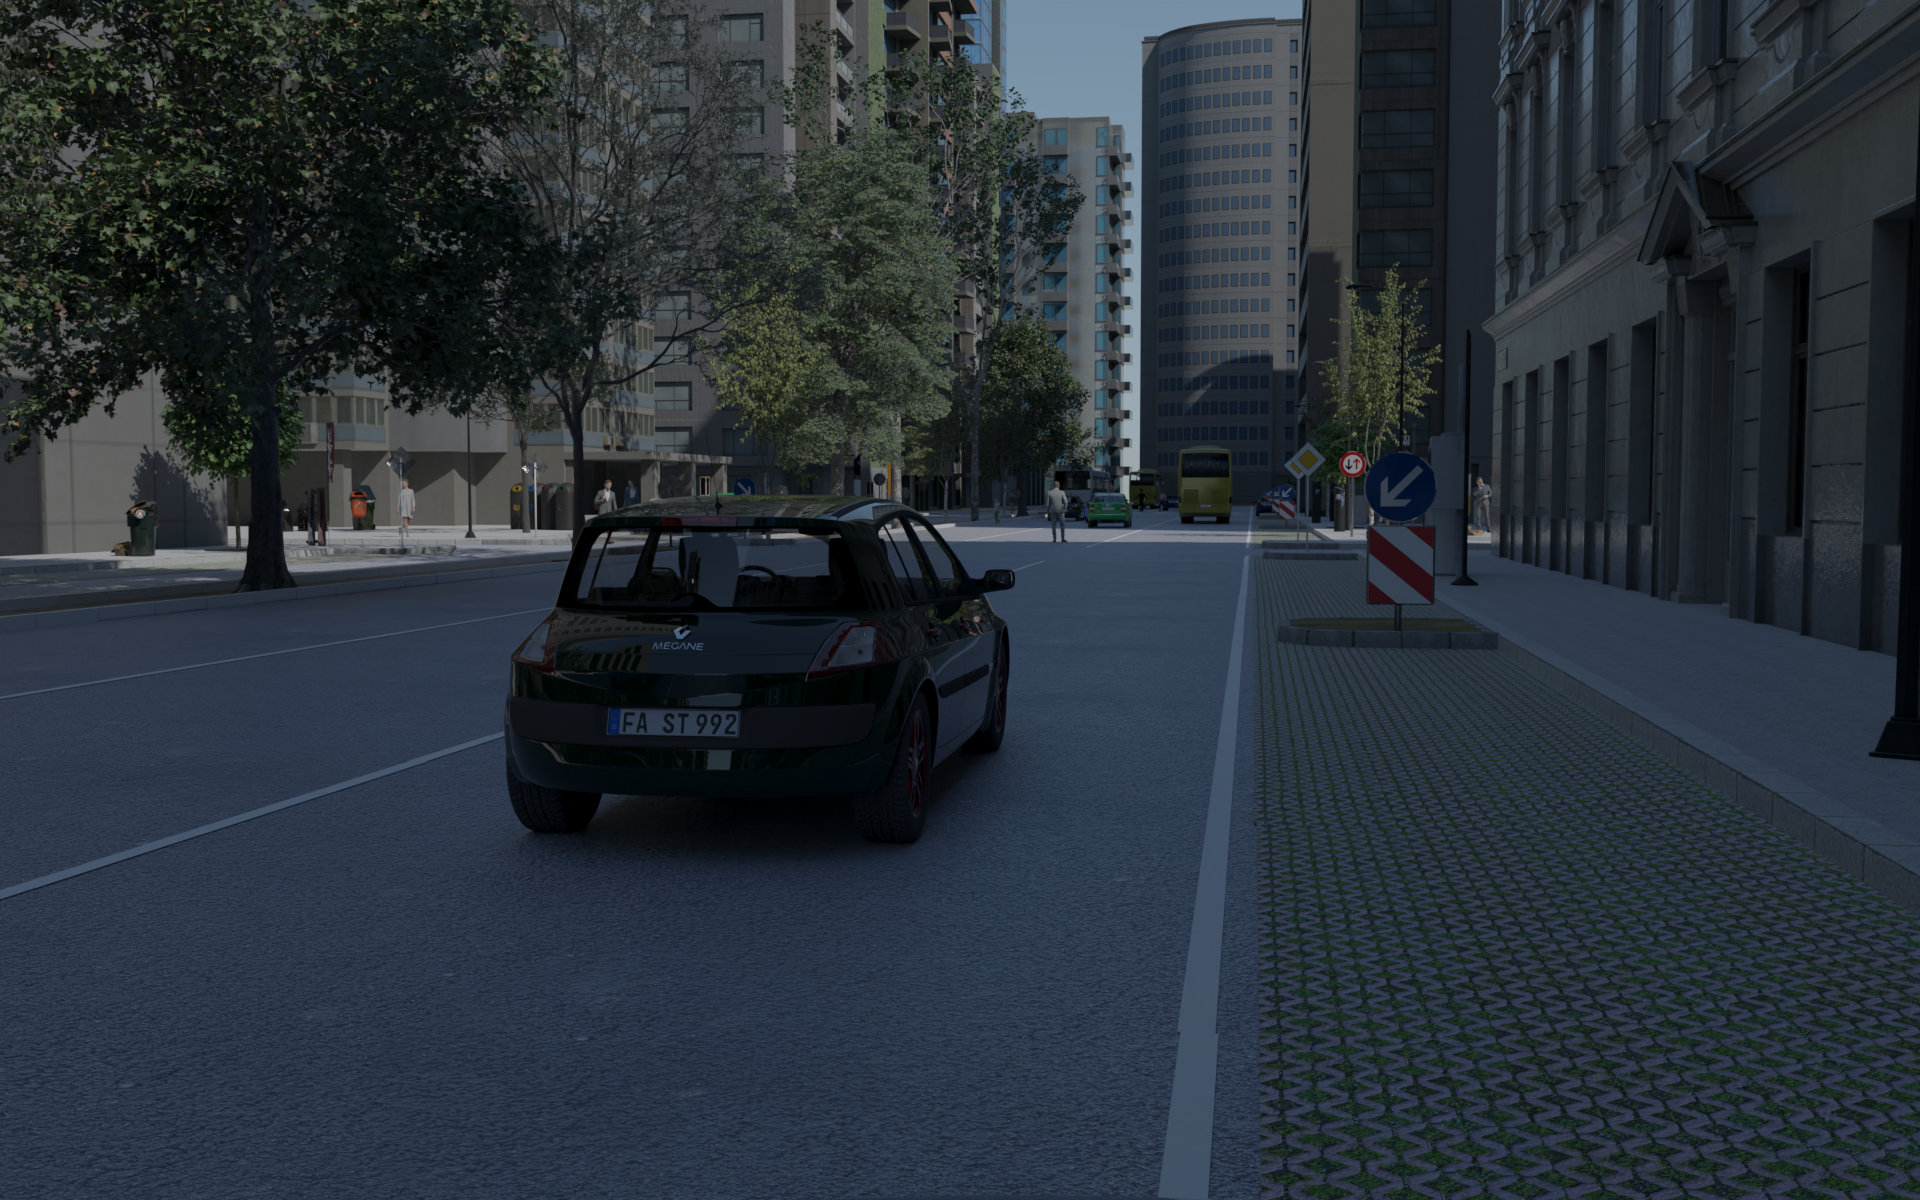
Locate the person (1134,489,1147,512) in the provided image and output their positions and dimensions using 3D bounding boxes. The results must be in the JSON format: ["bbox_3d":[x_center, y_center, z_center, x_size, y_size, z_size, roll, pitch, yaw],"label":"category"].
[{"bbox_3d":[14.594,-8.035,139.509,1.348,1.869,0.705,-2,4,-34],"label":"person"}]

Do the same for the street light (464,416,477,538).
[{"bbox_3d":[-13.728,-4.748,50.166,1.470,5.913,1.316,1,4,10],"label":"street light"}]

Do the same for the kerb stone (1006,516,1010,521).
[{"bbox_3d":[2.392,-4.232,91.385,0.120,0.150,1.000,1,4,10],"label":"kerb stone"}]

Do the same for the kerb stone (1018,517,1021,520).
[{"bbox_3d":[3.073,-4.479,95.426,0.120,0.150,1.000,1,4,10],"label":"kerb stone"}]

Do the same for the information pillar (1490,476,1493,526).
[{"bbox_3d":[21.544,-3.996,69.824,0.304,2.012,0.304,1,4,15],"label":"information pillar"}]

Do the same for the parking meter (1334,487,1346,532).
[{"bbox_3d":[12.926,-3.091,58.953,0.372,1.533,0.369,0,3,0],"label":"parking meter"}]

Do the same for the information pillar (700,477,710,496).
[{"bbox_3d":[-10.753,-4.191,73.014,0.304,2.012,0.304,1,4,23],"label":"information pillar"}]

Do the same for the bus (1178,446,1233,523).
[{"bbox_3d":[12.405,-5.868,87.482,2.896,3.916,12.252,1,4,8],"label":"bus"}]

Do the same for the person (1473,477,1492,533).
[{"bbox_3d":[17.366,-3.158,57.478,0.655,1.846,0.447,1,4,16],"label":"person"}]

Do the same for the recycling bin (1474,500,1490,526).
[{"bbox_3d":[21.309,-3.544,70.506,0.722,1.027,0.722,1,4,18],"label":"recycling bin"}]

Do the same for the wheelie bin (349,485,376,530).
[{"bbox_3d":[-21.168,-3.265,61.297,0.693,1.594,0.980,2,4,29],"label":"wheelie bin"}]

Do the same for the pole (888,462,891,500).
[{"bbox_3d":[-4.377,-6.936,107.239,0.158,3.312,0.155,0,3,0],"label":"pole"}]

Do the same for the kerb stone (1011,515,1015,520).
[{"bbox_3d":[2.724,-4.350,93.408,0.120,0.150,1.000,1,4,10],"label":"kerb stone"}]

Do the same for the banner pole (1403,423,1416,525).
[{"bbox_3d":[15.936,-4.374,61.538,0.401,3.779,0.863,-3,4,-37],"label":"banner pole"}]

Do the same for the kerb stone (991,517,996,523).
[{"bbox_3d":[1.524,-3.921,86.326,0.120,0.150,1.000,1,4,10],"label":"kerb stone"}]

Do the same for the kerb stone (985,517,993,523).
[{"bbox_3d":[1.360,-3.861,85.315,0.120,0.150,1.000,1,4,10],"label":"kerb stone"}]

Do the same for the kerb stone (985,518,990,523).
[{"bbox_3d":[1.194,-3.798,84.306,0.120,0.150,1.000,1,4,10],"label":"kerb stone"}]

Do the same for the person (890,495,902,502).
[{"bbox_3d":[-3.485,-5.257,94.559,0.679,1.850,0.850,-2,4,-31],"label":"person"}]

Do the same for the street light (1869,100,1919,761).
[{"bbox_3d":[4.097,-2.193,8.394,1.470,5.913,1.316,1,4,10],"label":"street light"}]

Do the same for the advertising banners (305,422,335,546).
[{"bbox_3d":[-15.775,-2.846,42.713,0.090,3.025,2.074,-3,4,-39],"label":"advertising banners"}]

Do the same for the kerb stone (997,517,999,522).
[{"bbox_3d":[1.697,-3.984,87.333,0.120,0.150,1.000,1,4,10],"label":"kerb stone"}]

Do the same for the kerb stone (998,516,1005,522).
[{"bbox_3d":[2.045,-4.108,89.354,0.120,0.150,1.000,1,4,10],"label":"kerb stone"}]

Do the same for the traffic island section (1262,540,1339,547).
[{"bbox_3d":[9.125,-1.484,46.550,2.009,0.180,2.903,1,4,10],"label":"traffic island section"}]

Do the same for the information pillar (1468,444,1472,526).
[{"bbox_3d":[19.725,-4.649,67.373,0.183,3.616,0.504,3,5,41],"label":"information pillar"}]

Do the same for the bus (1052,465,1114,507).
[{"bbox_3d":[8.335,-7.434,116.403,2.948,3.499,13.247,1,4,10],"label":"bus"}]

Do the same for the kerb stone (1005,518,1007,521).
[{"bbox_3d":[2.214,-4.170,90.375,0.120,0.150,1.000,1,4,10],"label":"kerb stone"}]

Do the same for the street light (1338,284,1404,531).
[{"bbox_3d":[9.205,-4.023,38.312,1.470,5.913,1.316,1,4,10],"label":"street light"}]

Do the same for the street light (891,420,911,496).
[{"bbox_3d":[-3.757,-8.349,109.049,1.470,5.913,1.316,1,4,10],"label":"street light"}]

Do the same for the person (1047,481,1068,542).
[{"bbox_3d":[2.894,-2.630,51.595,0.635,1.810,0.391,0,4,3],"label":"person"}]

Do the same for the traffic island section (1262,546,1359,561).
[{"bbox_3d":[7.792,-1.003,38.677,2.009,0.180,2.903,1,4,10],"label":"traffic island section"}]

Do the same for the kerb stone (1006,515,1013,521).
[{"bbox_3d":[2.564,-4.294,92.395,0.120,0.150,1.000,1,4,10],"label":"kerb stone"}]

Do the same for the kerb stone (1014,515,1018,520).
[{"bbox_3d":[2.907,-4.415,94.413,0.120,0.150,1.000,1,4,10],"label":"kerb stone"}]

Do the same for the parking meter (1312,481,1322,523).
[{"bbox_3d":[15.710,-4.314,76.252,0.399,1.863,0.255,0,4,-5],"label":"parking meter"}]

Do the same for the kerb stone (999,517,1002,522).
[{"bbox_3d":[1.872,-4.046,88.347,0.120,0.150,1.000,1,4,10],"label":"kerb stone"}]

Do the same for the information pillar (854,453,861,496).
[{"bbox_3d":[-5.856,-6.579,98.928,0.183,3.616,0.504,3,5,40],"label":"information pillar"}]

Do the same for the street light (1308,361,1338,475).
[{"bbox_3d":[13.063,-5.390,60.669,1.470,5.913,1.316,1,4,10],"label":"street light"}]

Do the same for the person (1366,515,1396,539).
[{"bbox_3d":[11.758,-2.581,48.210,0.822,1.834,0.622,3,5,44],"label":"person"}]

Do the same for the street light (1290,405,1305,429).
[{"bbox_3d":[18.039,-7.178,89.904,1.470,5.913,1.316,1,4,10],"label":"street light"}]

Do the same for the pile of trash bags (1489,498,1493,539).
[{"bbox_3d":[15.754,-2.358,48.314,1.912,1.369,3.447,-1,4,-11],"label":"pile of trash bags"}]

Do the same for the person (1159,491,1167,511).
[{"bbox_3d":[16.617,-8.137,142.485,0.436,1.711,0.756,-2,4,-34],"label":"person"}]

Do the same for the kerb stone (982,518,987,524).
[{"bbox_3d":[1.019,-3.737,83.299,0.120,0.150,1.000,1,4,10],"label":"kerb stone"}]

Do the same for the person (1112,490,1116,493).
[{"bbox_3d":[10.927,-7.002,123.789,0.445,1.727,0.742,-2,4,-24],"label":"person"}]

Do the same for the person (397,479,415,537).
[{"bbox_3d":[-16.525,-2.737,51.539,0.760,1.731,0.466,2,4,35],"label":"person"}]

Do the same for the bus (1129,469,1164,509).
[{"bbox_3d":[18.032,-10.795,168.043,2.896,3.916,12.252,1,4,9],"label":"bus"}]

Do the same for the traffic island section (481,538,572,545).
[{"bbox_3d":[-12.312,-1.706,50.172,2.009,0.180,2.903,1,4,10],"label":"traffic island section"}]

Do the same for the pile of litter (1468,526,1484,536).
[{"bbox_3d":[15.716,-2.440,53.857,1.176,0.858,1.719,1,4,21],"label":"pile of litter"}]

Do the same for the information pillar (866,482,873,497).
[{"bbox_3d":[-5.287,-5.948,101.740,0.304,2.012,0.304,2,4,33],"label":"information pillar"}]

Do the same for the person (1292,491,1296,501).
[{"bbox_3d":[36.599,-11.231,190.384,0.721,1.743,1.217,-1,4,-14],"label":"person"}]

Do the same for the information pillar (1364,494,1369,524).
[{"bbox_3d":[17.456,-5.043,73.812,0.504,3.616,0.183,-1,4,-9],"label":"information pillar"}]

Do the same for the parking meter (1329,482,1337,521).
[{"bbox_3d":[17.495,-4.618,81.222,0.255,1.863,0.399,0,4,-1],"label":"parking meter"}]

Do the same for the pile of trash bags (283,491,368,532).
[{"bbox_3d":[-22.217,-3.056,59.722,3.447,1.369,1.912,-1,4,-16],"label":"pile of trash bags"}]

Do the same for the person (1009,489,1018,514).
[{"bbox_3d":[3.702,-6.845,120.768,0.532,1.782,0.716,2,4,34],"label":"person"}]

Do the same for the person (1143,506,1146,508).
[{"bbox_3d":[18.668,-10.196,175.166,0.705,1.831,1.348,-3,5,-42],"label":"person"}]

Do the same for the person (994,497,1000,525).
[{"bbox_3d":[1.729,-4.142,80.469,0.306,1.304,0.590,2,4,32],"label":"person"}]

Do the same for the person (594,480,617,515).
[{"bbox_3d":[-10.134,-2.512,49.529,0.622,1.834,0.822,-3,5,-42],"label":"person"}]

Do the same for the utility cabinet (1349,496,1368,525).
[{"bbox_3d":[16.246,-3.678,71.301,1.020,1.237,0.306,1,4,18],"label":"utility cabinet"}]

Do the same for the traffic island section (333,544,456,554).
[{"bbox_3d":[-13.645,-1.224,42.298,2.009,0.180,2.903,1,4,10],"label":"traffic island section"}]

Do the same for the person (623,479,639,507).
[{"bbox_3d":[-11.993,-3.496,63.222,0.581,1.822,0.654,0,4,-8],"label":"person"}]

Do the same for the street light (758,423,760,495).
[{"bbox_3d":[-8.726,-6.551,79.645,1.470,5.913,1.316,1,4,10],"label":"street light"}]
